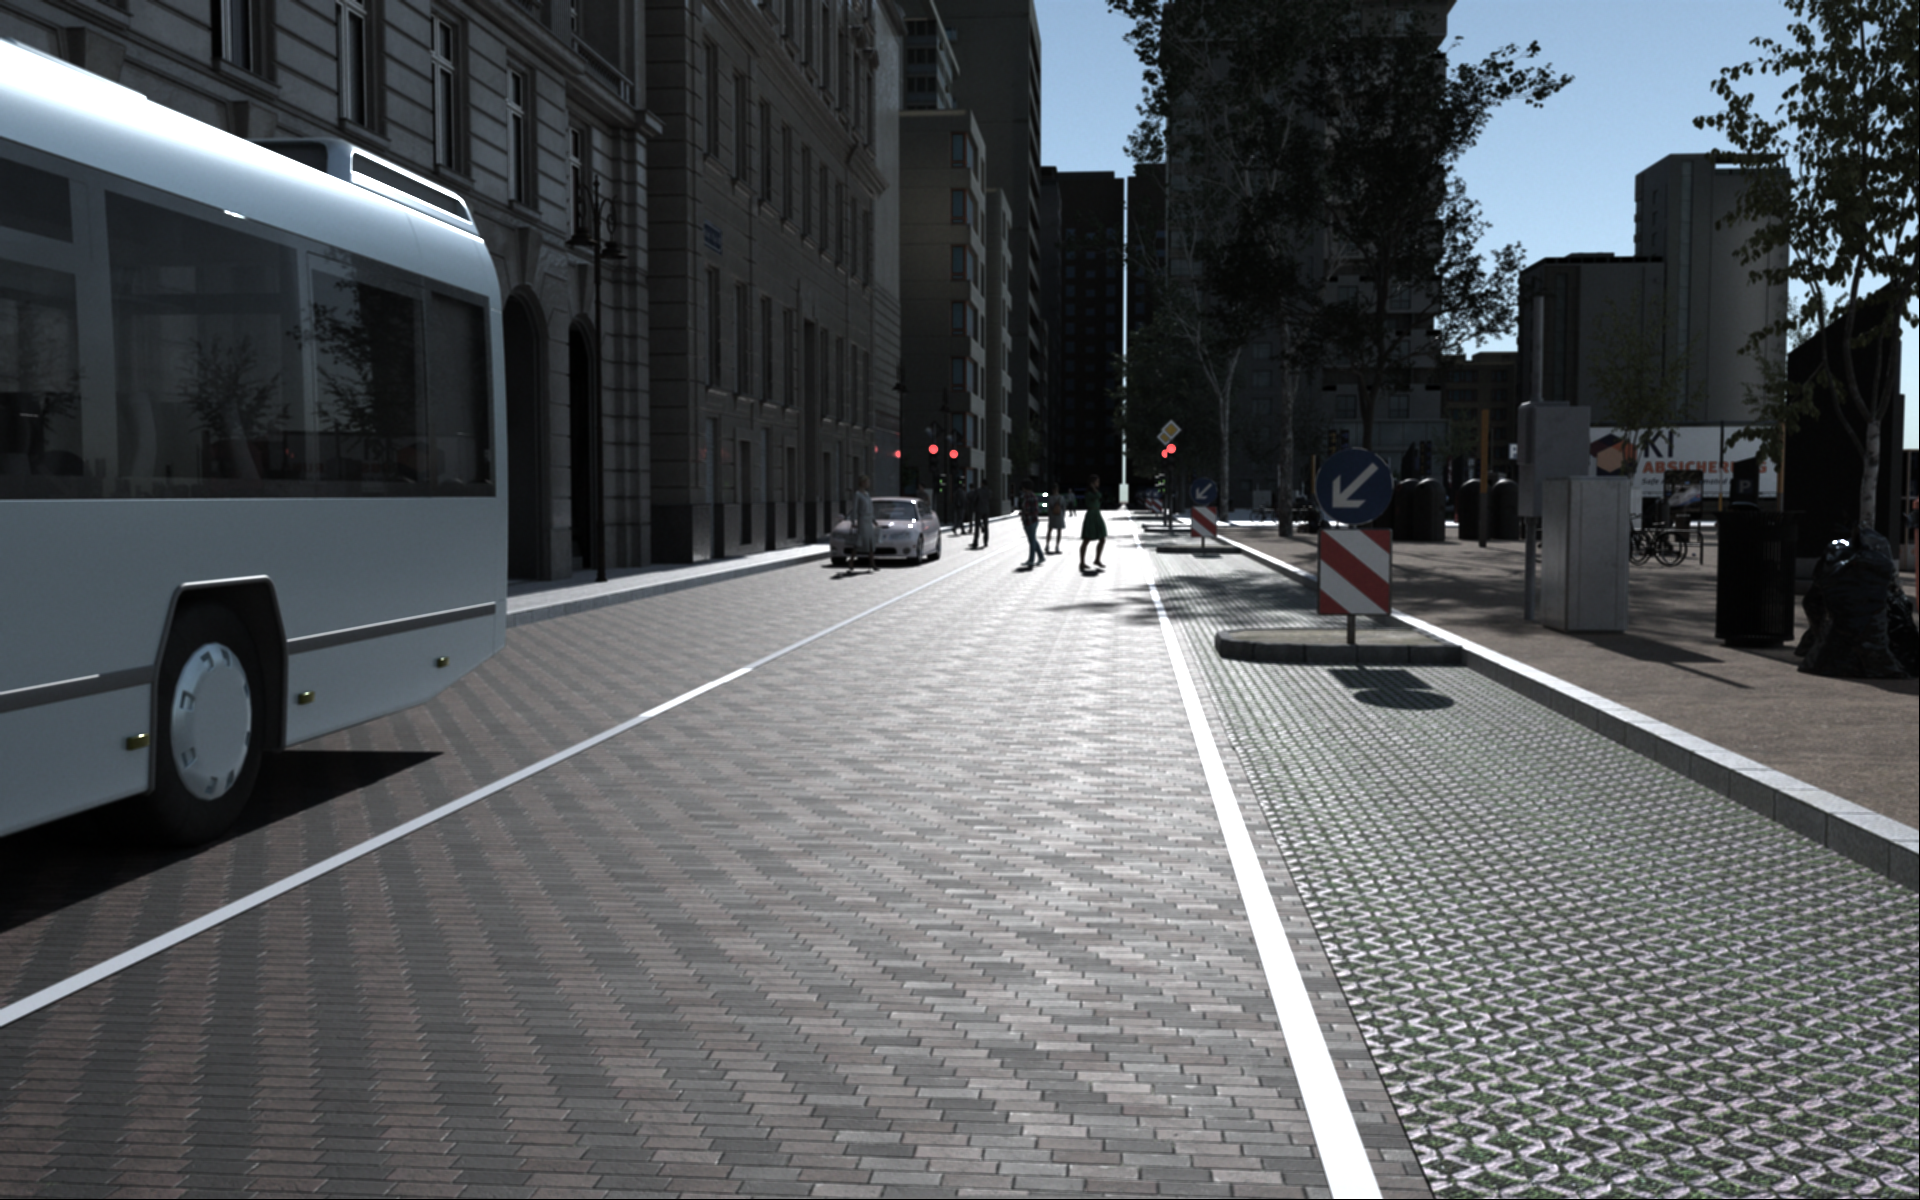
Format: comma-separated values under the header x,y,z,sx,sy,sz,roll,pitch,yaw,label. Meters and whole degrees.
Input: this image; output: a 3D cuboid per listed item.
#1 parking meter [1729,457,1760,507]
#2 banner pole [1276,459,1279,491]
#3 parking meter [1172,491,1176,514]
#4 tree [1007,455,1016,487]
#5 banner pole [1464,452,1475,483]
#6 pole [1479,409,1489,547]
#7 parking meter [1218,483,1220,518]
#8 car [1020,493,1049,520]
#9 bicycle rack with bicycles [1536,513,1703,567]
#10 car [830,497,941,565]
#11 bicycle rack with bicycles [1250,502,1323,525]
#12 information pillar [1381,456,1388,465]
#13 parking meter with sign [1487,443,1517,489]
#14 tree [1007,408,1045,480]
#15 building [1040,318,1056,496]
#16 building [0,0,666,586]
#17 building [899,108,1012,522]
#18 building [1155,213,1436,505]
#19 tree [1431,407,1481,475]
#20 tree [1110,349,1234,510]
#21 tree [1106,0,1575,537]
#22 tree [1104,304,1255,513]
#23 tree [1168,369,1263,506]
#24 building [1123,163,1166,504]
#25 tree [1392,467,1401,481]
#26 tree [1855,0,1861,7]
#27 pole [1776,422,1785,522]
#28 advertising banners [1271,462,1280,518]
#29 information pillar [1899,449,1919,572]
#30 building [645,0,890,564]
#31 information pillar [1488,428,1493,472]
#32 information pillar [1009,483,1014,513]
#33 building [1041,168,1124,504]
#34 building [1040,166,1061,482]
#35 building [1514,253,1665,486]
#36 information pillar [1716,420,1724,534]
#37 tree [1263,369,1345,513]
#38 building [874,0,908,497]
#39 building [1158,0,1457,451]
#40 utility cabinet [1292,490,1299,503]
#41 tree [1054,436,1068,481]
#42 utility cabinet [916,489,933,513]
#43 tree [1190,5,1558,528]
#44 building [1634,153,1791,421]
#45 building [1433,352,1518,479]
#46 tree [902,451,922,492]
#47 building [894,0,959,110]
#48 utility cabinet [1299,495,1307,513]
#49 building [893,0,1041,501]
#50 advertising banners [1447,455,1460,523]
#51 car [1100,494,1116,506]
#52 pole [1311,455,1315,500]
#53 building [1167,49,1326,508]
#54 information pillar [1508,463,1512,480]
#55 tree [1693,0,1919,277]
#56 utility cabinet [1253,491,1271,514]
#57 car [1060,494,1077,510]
x,y,z,sx,sy,sz,roll,pitch,yaw,label
12.102,-1.287,26.747,0.399,1.863,0.255,2,4,28,parking meter
22.981,-8.266,125.159,0.401,3.779,0.863,2,4,28,banner pole
13.838,-6.357,112.353,0.372,1.533,0.369,0,3,0,parking meter
2.037,-8.040,115.163,4.285,4.588,4.351,0,3,0,tree
30.315,-6.928,103.288,0.863,3.779,0.401,-1,4,-9,banner pole
12.650,-2.935,41.829,0.158,3.312,0.155,0,3,0,pole
14.317,-5.443,94.699,0.399,1.863,0.255,-1,4,-9,parking meter
4.314,-5.343,96.153,1.959,1.807,4.718,0,4,4,car
12.274,-1.124,31.755,2.852,0.926,2.925,-1,4,-21,bicycle rack with bicycles
-1.524,-1.496,36.816,2.083,1.381,4.827,0,4,7,car
14.179,-3.691,73.731,2.925,0.926,2.852,3,5,40,bicycle rack with bicycles
26.055,-7.031,106.317,0.504,3.616,0.183,1,4,20,information pillar
18.671,-3.925,60.440,0.543,3.016,1.738,-2,4,-28,parking meter with sign
5.343,-11.991,146.409,4.737,8.622,4.395,0,3,0,tree
-4.138,-20.858,186.069,27.650,21.520,28.899,0,4,5,building
-12.424,-10.858,19.323,13.314,21.916,24.055,0,4,5,building
-11.943,-15.202,93.596,27.650,21.520,28.899,0,4,5,building
39.962,-31.627,208.986,32.217,40.220,23.993,0,4,5,building
40.670,-11.729,142.138,4.737,8.622,4.395,0,3,0,tree
17.534,-14.204,142.599,12.009,13.543,11.850,0,3,0,tree
10.628,-11.912,50.643,12.611,20.169,13.585,0,3,0,tree
14.558,-12.724,114.691,9.857,13.997,8.962,0,3,0,tree
14.764,-9.293,102.302,4.360,8.622,3.978,0,3,0,tree
29.920,-35.893,236.962,14.200,45.320,14.600,0,4,5,building
31.628,-8.003,125.457,1.663,3.219,1.824,0,3,0,tree
5.669,-3.505,7.670,4.360,8.622,3.978,0,3,0,tree
22.989,-3.342,48.479,0.158,3.312,0.155,0,3,0,pole
16.987,-5.905,92.741,0.090,3.025,2.074,1,4,18,advertising banners
15.640,-1.472,28.560,0.304,2.012,0.304,-1,4,-12,information pillar
-9.391,-15.061,43.516,12.463,27.353,25.104,0,4,5,building
18.890,-4.312,61.859,0.183,3.616,0.504,0,4,-5,information pillar
3.514,-6.911,117.483,0.304,2.012,0.304,-1,4,-10,information pillar
15.434,-36.049,239.503,14.200,45.320,14.600,0,4,5,building
5.638,-32.678,217.875,14.086,41.232,14.154,0,4,5,building
76.511,-26.901,211.532,14.107,30.474,14.160,0,4,5,building
24.122,-3.887,54.903,0.183,3.616,0.504,1,4,22,information pillar
20.551,-9.311,102.596,4.360,8.622,3.978,0,3,0,tree
-11.477,-12.974,61.283,18.267,20.994,9.793,0,4,5,building
35.499,-36.329,183.212,28.713,52.752,27.495,0,4,5,building
18.723,-5.497,98.562,0.318,1.500,1.173,-3,5,-45,utility cabinet
10.870,-15.800,208.696,4.360,8.622,3.978,0,3,0,tree
-1.487,-4.006,74.170,0.318,1.500,1.173,2,4,26,utility cabinet
7.842,-6.101,34.165,7.601,10.594,8.767,-2,4,-29,tree
90.623,-32.208,210.201,14.086,41.232,14.154,0,4,5,building
79.557,-24.159,240.045,28.899,21.520,27.650,0,4,5,building
-2.564,-4.453,67.413,1.663,3.219,1.824,0,3,0,tree
-13.405,-26.847,130.826,32.217,40.220,23.993,0,4,5,building
22.026,-6.190,112.364,1.020,1.237,0.306,-2,4,-29,utility cabinet
-3.720,-32.795,159.894,21.300,48.544,21.600,0,4,5,building
21.999,-4.918,76.601,0.090,3.025,2.074,-1,4,-9,advertising banners
17.442,-12.004,205.057,1.959,1.807,4.718,0,4,7,car
18.320,-5.876,89.908,0.158,3.312,0.155,0,3,0,pole
26.623,-29.355,163.548,14.154,41.232,14.086,0,4,5,building
41.811,-8.585,131.717,0.183,3.616,0.504,-1,4,-16,information pillar
9.488,-4.124,17.794,4.737,8.622,4.395,0,3,0,tree
19.549,-6.328,112.134,1.173,1.500,0.318,1,4,11,utility cabinet
9.547,-8.938,154.938,1.959,1.807,4.718,0,4,5,car
